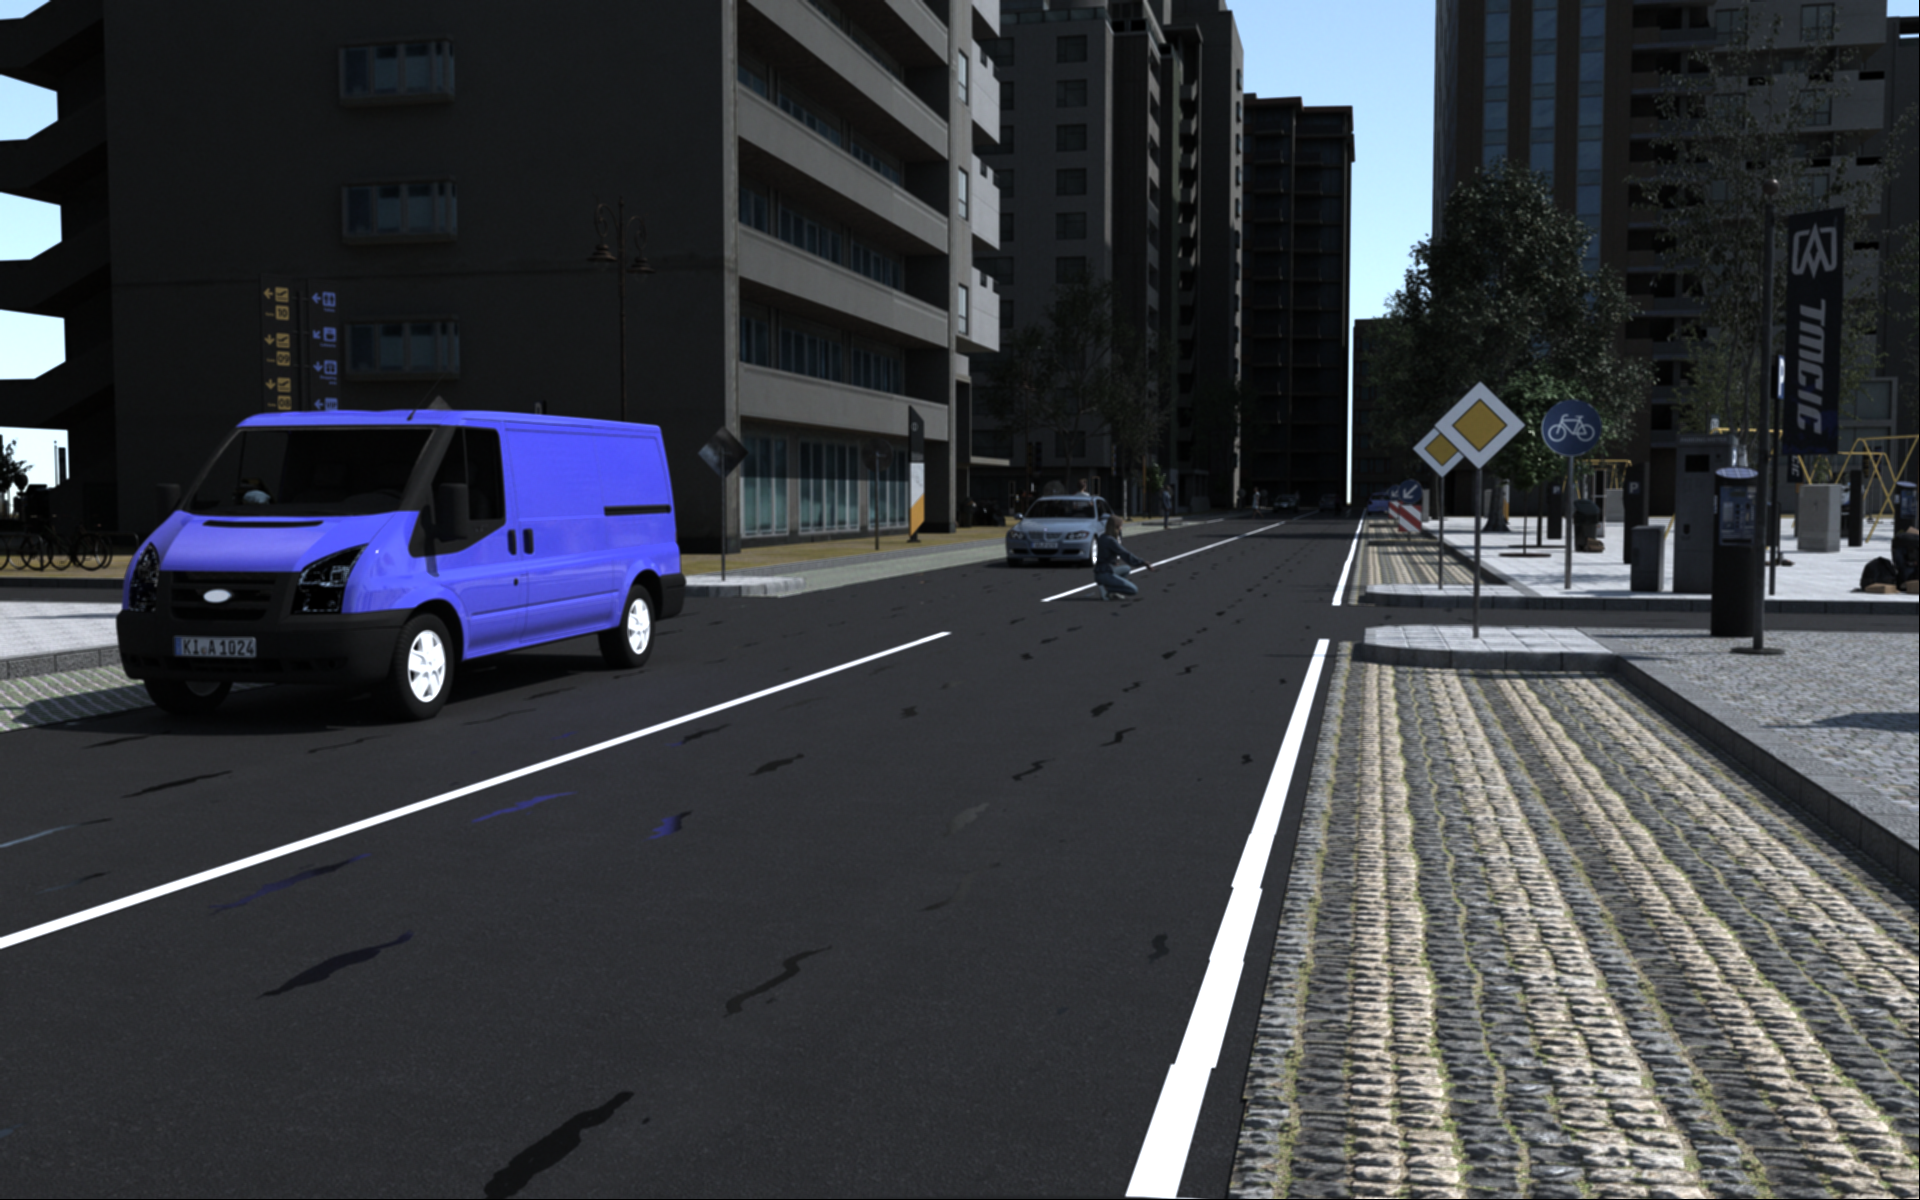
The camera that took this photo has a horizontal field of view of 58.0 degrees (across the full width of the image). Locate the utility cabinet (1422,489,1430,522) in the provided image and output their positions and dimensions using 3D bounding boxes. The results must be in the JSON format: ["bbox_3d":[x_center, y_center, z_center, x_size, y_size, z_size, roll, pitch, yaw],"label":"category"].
[{"bbox_3d":[21.285,-4.316,79.241,0.318,1.500,1.173,1,4,13],"label":"utility cabinet"}]

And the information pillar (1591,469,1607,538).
[{"bbox_3d":[18.793,-2.836,50.863,0.304,2.012,0.304,2,4,27],"label":"information pillar"}]

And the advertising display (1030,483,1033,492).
[{"bbox_3d":[4.079,-5.616,97.037,0.123,1.923,0.974,1,4,15],"label":"advertising display"}]

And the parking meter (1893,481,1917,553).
[{"bbox_3d":[18.190,-1.524,33.331,0.372,1.533,0.369,0,3,0],"label":"parking meter"}]

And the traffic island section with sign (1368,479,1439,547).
[{"bbox_3d":[12.315,-2.402,47.900,1.989,1.847,2.006,1,4,13],"label":"traffic island section with sign"}]

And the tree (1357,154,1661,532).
[{"bbox_3d":[18.426,-8.672,58.790,9.611,12.733,9.660,0,3,0],"label":"tree"}]

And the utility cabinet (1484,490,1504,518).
[{"bbox_3d":[28.092,-5.031,90.934,0.318,1.500,1.173,-3,4,-36],"label":"utility cabinet"}]

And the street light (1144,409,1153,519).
[{"bbox_3d":[9.913,-7.187,90.301,0.468,5.910,1.993,1,4,13],"label":"street light"}]

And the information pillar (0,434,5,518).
[{"bbox_3d":[-37.729,-4.698,68.166,0.183,3.616,0.504,-3,5,-42],"label":"information pillar"}]

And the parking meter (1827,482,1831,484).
[{"bbox_3d":[36.413,-4.104,72.818,0.399,1.863,0.255,1,4,19],"label":"parking meter"}]

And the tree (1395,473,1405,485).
[{"bbox_3d":[39.502,-9.723,153.577,1.663,3.219,1.824,0,3,0],"label":"tree"}]

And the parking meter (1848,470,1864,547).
[{"bbox_3d":[21.882,-2.237,42.281,0.255,1.863,0.399,3,4,37],"label":"parking meter"}]

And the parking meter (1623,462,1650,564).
[{"bbox_3d":[12.386,-1.592,31.746,0.255,1.863,0.399,-3,5,-43],"label":"parking meter"}]

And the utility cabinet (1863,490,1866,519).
[{"bbox_3d":[46.084,-4.939,89.425,1.173,1.500,0.318,1,4,20],"label":"utility cabinet"}]

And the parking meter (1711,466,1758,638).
[{"bbox_3d":[6.985,-0.440,15.605,0.372,1.533,0.369,0,3,0],"label":"parking meter"}]

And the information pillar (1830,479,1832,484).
[{"bbox_3d":[41.256,-4.727,81.778,0.304,2.012,0.304,0,4,3],"label":"information pillar"}]

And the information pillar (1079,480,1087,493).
[{"bbox_3d":[6.239,-5.118,88.164,0.304,2.012,0.304,-2,4,-28],"label":"information pillar"}]

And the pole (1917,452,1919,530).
[{"bbox_3d":[32.767,-3.985,59.001,0.158,3.312,0.155,0,3,0],"label":"pole"}]

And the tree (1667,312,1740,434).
[{"bbox_3d":[30.896,-7.371,70.885,4.737,8.622,4.395,0,3,0],"label":"tree"}]

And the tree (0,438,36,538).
[{"bbox_3d":[-28.660,-3.474,51.403,1.663,3.219,1.824,0,3,0],"label":"tree"}]

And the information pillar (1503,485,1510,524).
[{"bbox_3d":[23.226,-5.038,73.719,0.183,3.616,0.504,-1,4,-11],"label":"information pillar"}]

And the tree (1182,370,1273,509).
[{"bbox_3d":[22.517,-13.417,145.124,9.928,11.665,9.643,0,3,0],"label":"tree"}]

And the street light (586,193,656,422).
[{"bbox_3d":[-5.233,-3.312,26.933,0.468,5.910,1.993,1,4,13],"label":"street light"}]

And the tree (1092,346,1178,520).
[{"bbox_3d":[8.387,-8.265,85.499,4.360,8.622,3.978,0,3,0],"label":"tree"}]

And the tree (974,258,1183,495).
[{"bbox_3d":[4.325,-8.228,68.935,8.767,10.594,7.601,-2,4,-35],"label":"tree"}]

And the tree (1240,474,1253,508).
[{"bbox_3d":[27.351,-10.391,164.494,1.663,3.219,1.824,0,3,0],"label":"tree"}]

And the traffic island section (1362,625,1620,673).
[{"bbox_3d":[4.616,0.419,15.432,2.009,0.180,2.903,1,4,13],"label":"traffic island section"}]

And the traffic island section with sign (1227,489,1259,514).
[{"bbox_3d":[20.327,-7.107,124.834,1.989,1.847,2.006,1,4,13],"label":"traffic island section with sign"}]

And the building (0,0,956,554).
[{"bbox_3d":[-12.918,-25.952,48.025,21.300,48.544,21.600,1,4,13],"label":"building"}]

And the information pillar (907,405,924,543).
[{"bbox_3d":[-1.166,-3.336,45.895,0.504,3.616,0.183,-3,5,-43],"label":"information pillar"}]

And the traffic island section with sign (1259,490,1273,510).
[{"bbox_3d":[26.539,-8.712,151.067,1.989,1.847,2.006,1,4,13],"label":"traffic island section with sign"}]

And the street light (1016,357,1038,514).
[{"bbox_3d":[2.268,-5.251,58.634,0.468,5.910,1.993,1,4,13],"label":"street light"}]

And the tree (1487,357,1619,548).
[{"bbox_3d":[13.991,-3.537,41.541,4.285,4.588,4.351,0,3,0],"label":"tree"}]

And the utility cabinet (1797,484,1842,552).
[{"bbox_3d":[18.979,-1.810,38.276,0.318,1.500,1.173,0,4,-4],"label":"utility cabinet"}]

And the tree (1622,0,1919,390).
[{"bbox_3d":[12.185,-4.644,26.299,4.360,8.622,3.978,0,3,0],"label":"tree"}]

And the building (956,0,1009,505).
[{"bbox_3d":[-13.471,-30.102,81.408,28.713,52.752,27.495,1,4,13],"label":"building"}]

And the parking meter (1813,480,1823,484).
[{"bbox_3d":[34.435,-3.905,69.553,0.255,1.863,0.399,0,4,2],"label":"parking meter"}]

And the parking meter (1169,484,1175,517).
[{"bbox_3d":[12.037,-5.695,98.817,0.399,1.863,0.255,3,4,39],"label":"parking meter"}]

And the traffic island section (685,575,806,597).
[{"bbox_3d":[-3.511,-0.200,25.558,2.009,0.180,2.903,1,4,13],"label":"traffic island section"}]

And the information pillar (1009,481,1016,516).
[{"bbox_3d":[3.010,-5.806,99.417,0.304,2.012,0.304,1,4,18],"label":"information pillar"}]

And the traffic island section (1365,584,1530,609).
[{"bbox_3d":[6.455,-0.056,23.203,2.009,0.180,2.903,1,4,13],"label":"traffic island section"}]

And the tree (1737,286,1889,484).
[{"bbox_3d":[29.472,-6.667,59.366,4.737,8.622,4.395,0,3,0],"label":"tree"}]

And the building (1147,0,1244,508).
[{"bbox_3d":[15.391,-33.084,164.631,21.600,48.544,21.300,1,4,13],"label":"building"}]

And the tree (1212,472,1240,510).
[{"bbox_3d":[21.119,-8.807,138.596,1.663,3.219,1.824,0,3,0],"label":"tree"}]

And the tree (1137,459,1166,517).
[{"bbox_3d":[10.584,-6.189,95.796,1.663,3.219,1.824,0,3,0],"label":"tree"}]

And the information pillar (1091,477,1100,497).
[{"bbox_3d":[5.831,-4.296,74.737,0.304,2.012,0.304,-1,4,-10],"label":"information pillar"}]

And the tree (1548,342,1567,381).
[{"bbox_3d":[24.221,-7.112,66.649,4.360,8.622,3.978,0,3,0],"label":"tree"}]

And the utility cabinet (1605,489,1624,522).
[{"bbox_3d":[29.420,-4.192,77.219,1.173,1.500,0.318,1,4,19],"label":"utility cabinet"}]

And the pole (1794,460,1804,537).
[{"bbox_3d":[24.881,-3.515,51.319,0.158,3.312,0.155,0,3,0],"label":"pole"}]

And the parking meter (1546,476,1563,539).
[{"bbox_3d":[16.871,-2.657,49.157,0.399,1.863,0.255,0,4,4],"label":"parking meter"}]

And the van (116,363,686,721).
[{"bbox_3d":[-3.886,-0.517,12.843,2.240,2.365,5.245,1,4,12],"label":"van"}]

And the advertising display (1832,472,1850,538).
[{"bbox_3d":[25.970,-2.788,50.799,0.974,1.923,0.123,-1,4,-20],"label":"advertising display"}]

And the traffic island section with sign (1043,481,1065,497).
[{"bbox_3d":[2.693,-2.549,50.297,1.989,1.847,2.006,1,4,13],"label":"traffic island section with sign"}]

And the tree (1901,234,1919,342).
[{"bbox_3d":[31.803,-7.667,51.103,9.928,11.665,9.643,0,3,0],"label":"tree"}]

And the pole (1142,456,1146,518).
[{"bbox_3d":[9.781,-6.001,91.957,0.158,3.312,0.155,0,3,0],"label":"pole"}]

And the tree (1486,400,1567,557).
[{"bbox_3d":[11.512,-2.509,35.627,1.663,3.219,1.824,0,3,0],"label":"tree"}]

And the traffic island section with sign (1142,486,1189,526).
[{"bbox_3d":[9.350,-4.271,78.461,1.989,1.847,2.006,1,4,13],"label":"traffic island section with sign"}]

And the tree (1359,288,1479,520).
[{"bbox_3d":[23.544,-9.773,85.550,9.928,11.665,9.643,0,3,0],"label":"tree"}]
